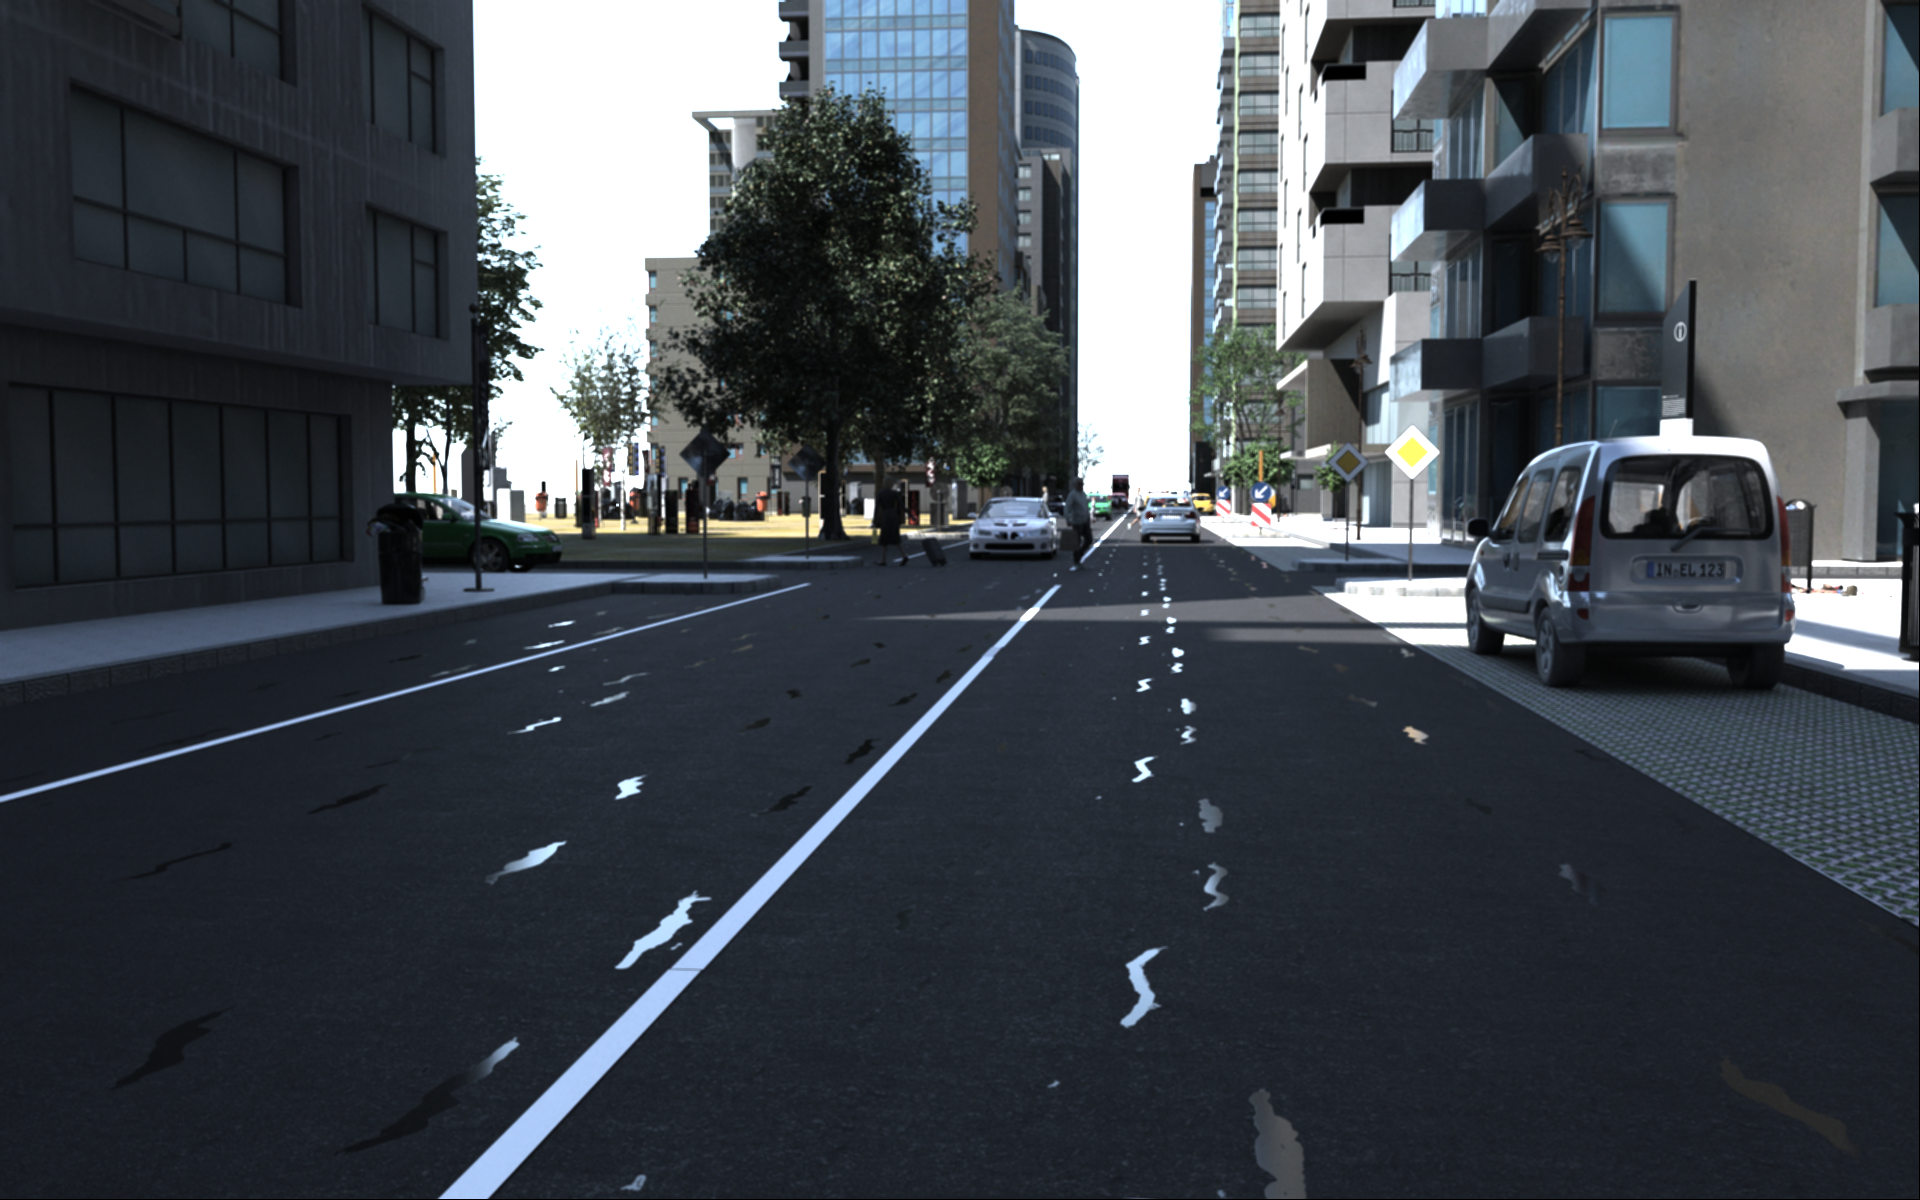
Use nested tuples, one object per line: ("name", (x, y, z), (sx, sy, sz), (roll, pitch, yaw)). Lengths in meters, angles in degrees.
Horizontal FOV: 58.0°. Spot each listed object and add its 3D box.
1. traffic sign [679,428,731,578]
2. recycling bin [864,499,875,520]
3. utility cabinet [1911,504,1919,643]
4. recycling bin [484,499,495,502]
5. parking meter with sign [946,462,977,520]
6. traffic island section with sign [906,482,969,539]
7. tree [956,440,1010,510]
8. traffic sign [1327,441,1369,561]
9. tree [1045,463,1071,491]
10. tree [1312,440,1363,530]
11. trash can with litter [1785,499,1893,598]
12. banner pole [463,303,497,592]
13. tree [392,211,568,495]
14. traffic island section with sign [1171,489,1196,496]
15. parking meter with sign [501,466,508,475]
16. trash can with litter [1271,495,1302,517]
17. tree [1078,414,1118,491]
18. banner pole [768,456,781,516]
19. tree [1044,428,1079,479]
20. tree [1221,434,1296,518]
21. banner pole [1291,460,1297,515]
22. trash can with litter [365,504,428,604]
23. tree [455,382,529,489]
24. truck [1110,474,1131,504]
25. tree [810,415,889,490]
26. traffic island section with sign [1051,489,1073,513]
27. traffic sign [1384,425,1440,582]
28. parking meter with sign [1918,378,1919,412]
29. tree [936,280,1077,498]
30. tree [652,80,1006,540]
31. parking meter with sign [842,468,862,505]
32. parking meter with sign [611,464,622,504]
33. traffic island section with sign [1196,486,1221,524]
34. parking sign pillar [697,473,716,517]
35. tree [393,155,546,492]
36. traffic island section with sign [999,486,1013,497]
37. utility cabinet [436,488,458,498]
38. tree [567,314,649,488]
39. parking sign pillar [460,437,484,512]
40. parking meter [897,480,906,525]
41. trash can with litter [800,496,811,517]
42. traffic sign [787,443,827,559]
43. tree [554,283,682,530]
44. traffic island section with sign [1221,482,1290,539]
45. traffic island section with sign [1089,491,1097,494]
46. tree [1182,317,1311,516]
("traffic sign", (-3.874, -1.387, 26.321), (0.795, 2.450, 0.064), (0, 4, 6))
("recycling bin", (-4.373, -4.553, 86.987), (0.722, 1.027, 0.722), (1, 4, 11))
("utility cabinet", (8.760, -0.227, 14.872), (1.020, 1.237, 0.306), (0, 4, 2))
("recycling bin", (-26.851, -5.274, 98.787), (0.722, 1.027, 0.722), (-3, 5, -42))
("parking meter with sign", (0.012, -5.451, 85.385), (1.738, 3.016, 0.543), (-3, 4, -37))
("traffic island section with sign", (-0.652, -2.933, 56.586), (1.989, 1.847, 2.006), (0, 4, 6))
("tree", (1.193, -6.821, 95.234), (4.285, 4.588, 4.351), (0, 3, 0))
("traffic sign", (7.410, -1.803, 33.124), (0.795, 2.450, 0.064), (0, 4, 6))
("tree", (9.872, -12.006, 180.007), (4.285, 4.588, 4.351), (0, 3, 0))
("tree", (13.433, -4.148, 62.417), (1.663, 3.219, 1.824), (0, 3, 0))
("trash can with litter", (10.967, -0.689, 22.318), (1.678, 1.210, 2.233), (-1, 4, -14))
("banner pole", (-6.259, -1.995, 22.634), (0.401, 3.779, 0.863), (-2, 4, -31))
("tree", (-12.090, -5.463, 39.685), (4.737, 8.622, 4.395), (0, 3, 0))
("traffic island section with sign", (20.679, -9.229, 159.521), (1.989, 1.847, 2.006), (0, 4, 6))
("parking meter with sign", (-28.331, -6.782, 107.146), (0.543, 3.016, 1.738), (-1, 4, -9))
("trash can with litter", (18.581, -5.362, 98.734), (1.678, 1.210, 2.233), (0, 4, 7))
("tree", (19.041, -21.737, 265.762), (12.009, 13.543, 11.850), (0, 3, 0))
("banner pole", (-10.839, -6.798, 101.156), (0.863, 3.779, 0.401), (-1, 4, -13))
("tree", (10.381, -14.386, 185.569), (4.737, 8.622, 4.395), (0, 3, 0))
("tree", (16.743, -6.750, 94.073), (4.285, 4.588, 4.351), (0, 3, 0))
("banner pole", (20.298, -7.038, 105.080), (0.401, 3.779, 0.863), (-1, 4, -20))
("trash can with litter", (-6.630, -0.555, 20.456), (0.624, 1.170, 1.055), (-1, 4, -12))
("tree", (-24.829, -8.561, 90.334), (4.360, 8.622, 3.978), (0, 3, 0))
("truck", (22.496, -15.517, 242.613), (2.839, 4.237, 11.283), (0, 4, 6))
("tree", (-4.122, -8.097, 82.745), (4.360, 8.622, 3.978), (0, 3, 0))
("traffic island section with sign", (7.594, -7.636, 133.470), (1.989, 1.847, 2.006), (0, 4, 6))
("traffic sign", (6.558, -1.318, 25.185), (0.795, 2.450, 0.064), (0, 4, 6))
("parking meter with sign", (14.244, -1.725, 24.462), (0.543, 3.016, 1.738), (0, 4, 1))
("tree", (2.007, -11.986, 102.634), (9.857, 13.997, 8.962), (0, 3, 0))
("tree", (-3.566, -8.026, 48.230), (9.611, 12.733, 9.660), (0, 3, 0))
("parking meter with sign", (-6.659, -6.972, 110.249), (1.738, 3.016, 0.543), (2, 4, 33))
("parking meter with sign", (-19.027, -6.085, 95.743), (0.543, 3.016, 1.738), (-2, 4, -29))
("traffic island section with sign", (12.408, -4.523, 82.572), (1.989, 1.847, 2.006), (0, 4, 6))
("parking sign pillar", (-14.044, -6.568, 95.852), (1.447, 3.967, 1.447), (-3, 5, -42))
("tree", (-15.499, -8.066, 50.005), (7.486, 12.596, 7.792), (0, 3, 0))
("traffic island section with sign", (2.275, -4.604, 83.902), (1.989, 1.847, 2.006), (0, 4, 6))
("utility cabinet", (-19.758, -3.555, 66.802), (0.318, 1.500, 1.173), (-3, 5, -44))
("tree", (-15.271, -7.423, 71.724), (4.737, 8.622, 4.395), (0, 3, 0))
("parking sign pillar", (-22.058, -5.494, 78.307), (1.447, 3.967, 1.447), (3, 5, 44))
("parking meter", (-2.462, -4.112, 72.941), (0.255, 1.863, 0.399), (-2, 4, -28))
("trash can with litter", (-8.550, -5.172, 95.956), (0.624, 1.170, 1.055), (0, 4, -1))
("traffic sign", (-3.022, -1.873, 34.261), (0.795, 2.450, 0.064), (0, 4, 6))
("tree", (-11.877, -6.777, 61.162), (4.360, 8.622, 3.978), (0, 3, 0))
("traffic island section with sign", (9.527, -2.880, 55.717), (1.989, 1.847, 2.006), (0, 4, 6))
("traffic island section with sign", (19.321, -14.316, 242.694), (1.989, 1.847, 2.006), (0, 4, 6))
("tree", (16.798, -10.699, 100.678), (9.928, 11.665, 9.643), (0, 3, 0))
